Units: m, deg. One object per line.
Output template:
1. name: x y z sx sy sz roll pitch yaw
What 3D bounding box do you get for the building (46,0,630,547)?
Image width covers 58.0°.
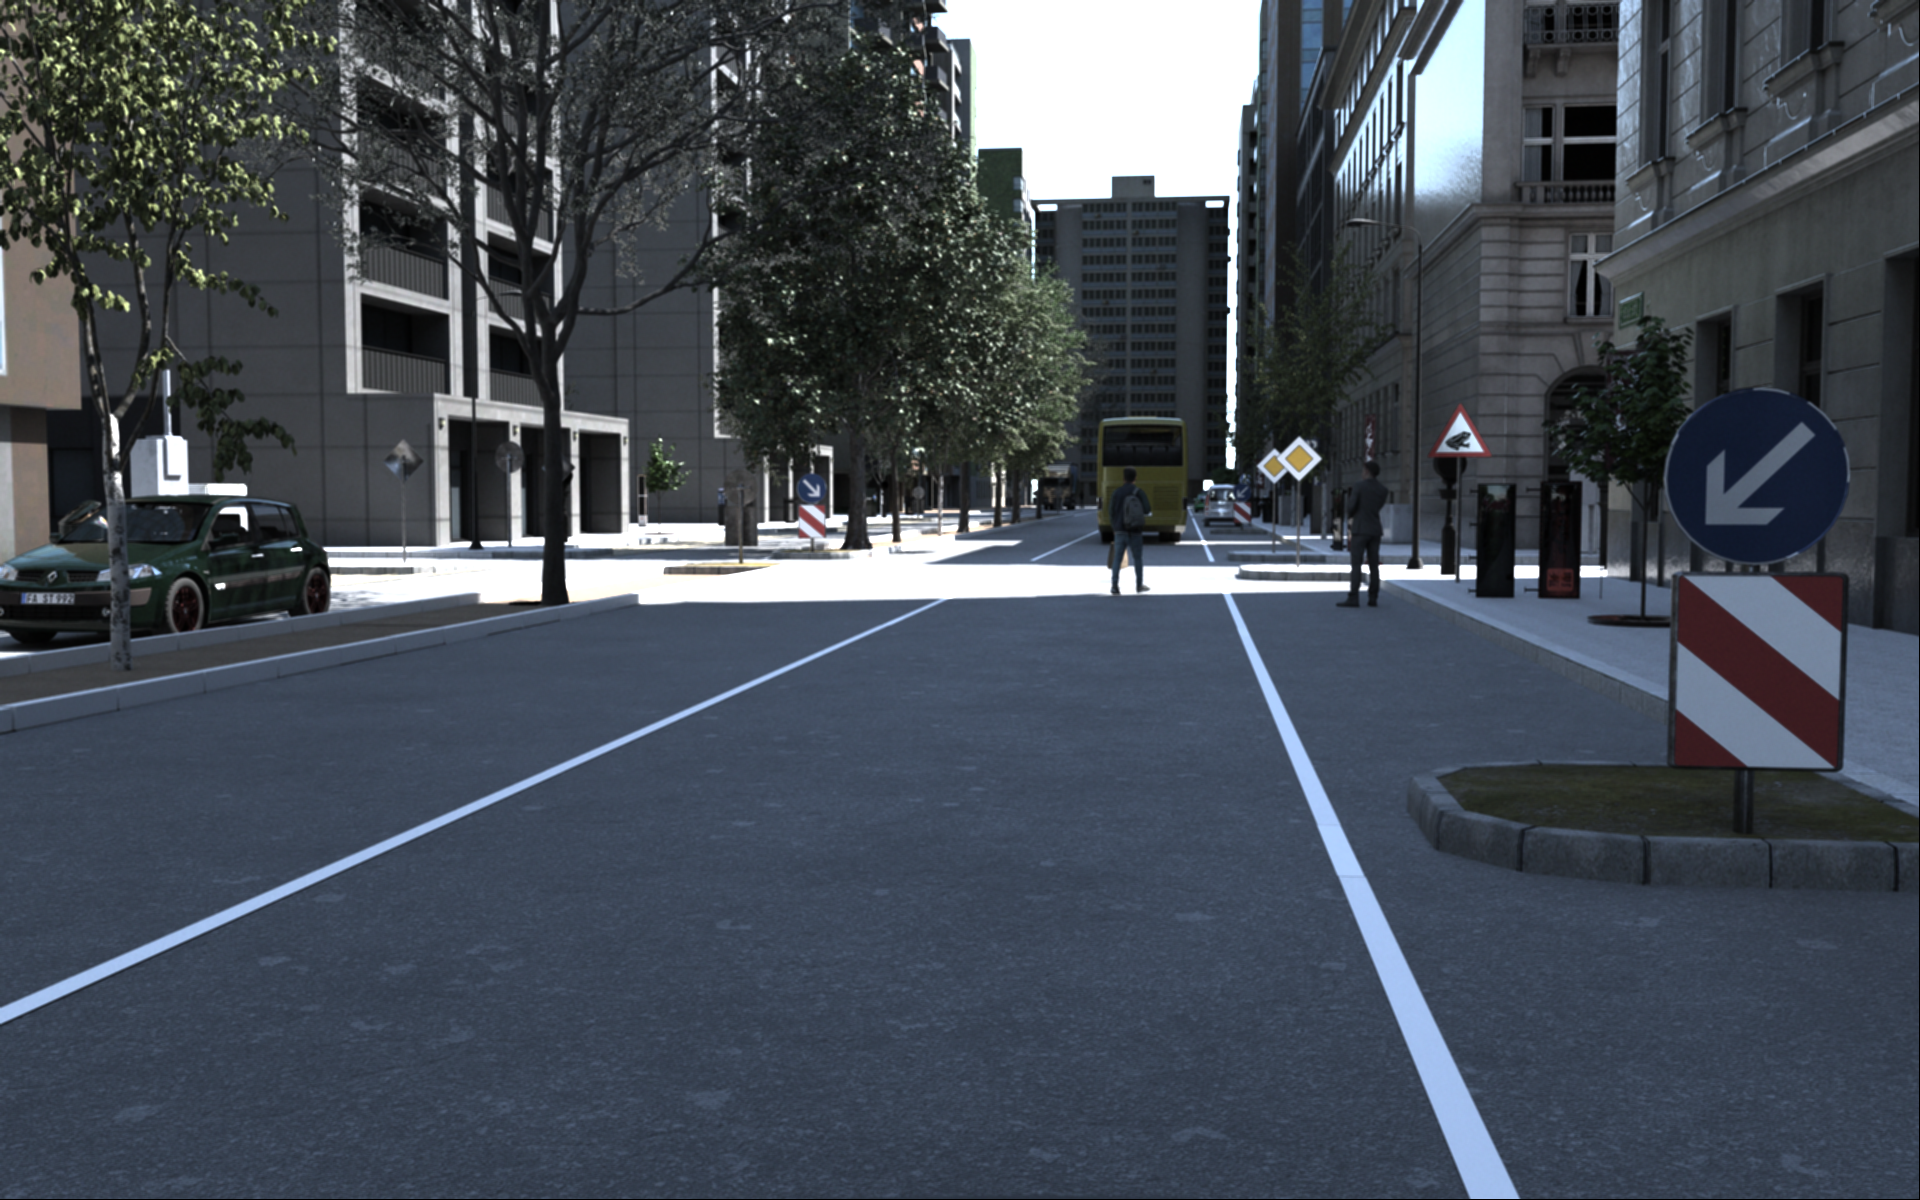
1. building: -21.500 -37.497 51.322 20.563 71.187 20.611 0 4 7

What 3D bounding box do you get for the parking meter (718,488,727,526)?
1. parking meter: -9.569 -3.757 69.842 0.372 1.533 0.369 0 3 0

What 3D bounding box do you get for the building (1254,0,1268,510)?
1. building: 32.042 -28.293 146.177 14.154 41.232 14.086 0 4 7

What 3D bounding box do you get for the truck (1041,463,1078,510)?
1. truck: 9.076 -10.261 156.675 2.839 4.237 11.283 0 4 7

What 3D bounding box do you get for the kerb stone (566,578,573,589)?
1. kerb stone: -5.960 -0.200 25.475 0.120 0.150 1.000 0 4 7

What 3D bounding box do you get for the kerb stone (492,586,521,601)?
1. kerb stone: -6.218 -0.076 23.443 0.120 0.150 1.000 0 4 7

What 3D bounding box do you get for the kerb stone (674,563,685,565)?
1. kerb stone: -5.172 -0.575 31.591 0.120 0.150 1.000 0 4 7

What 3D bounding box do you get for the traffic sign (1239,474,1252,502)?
1. traffic sign: 17.888 -6.635 108.591 0.768 2.556 0.104 1 4 10

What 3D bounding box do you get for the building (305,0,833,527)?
1. building: -17.264 -39.517 84.362 20.563 71.187 20.611 0 4 7

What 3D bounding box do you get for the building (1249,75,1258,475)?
1. building: 39.956 -33.506 167.425 23.786 49.044 30.456 0 4 7

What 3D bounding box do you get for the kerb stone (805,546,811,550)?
1. kerb stone: -3.801 -1.221 42.277 0.120 0.150 1.000 0 4 7

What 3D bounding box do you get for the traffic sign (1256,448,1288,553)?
1. traffic sign: 6.839 -2.084 37.716 0.795 2.450 0.064 0 4 7

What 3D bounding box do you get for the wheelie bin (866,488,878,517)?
1. wheelie bin: -4.982 -5.404 96.261 0.980 1.594 0.693 2 4 29

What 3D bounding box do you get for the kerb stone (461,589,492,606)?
1. kerb stone: -6.346 -0.012 22.429 0.120 0.150 1.000 0 4 7

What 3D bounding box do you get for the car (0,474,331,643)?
1. car: -8.080 -0.491 17.821 2.009 1.686 4.222 0 4 7

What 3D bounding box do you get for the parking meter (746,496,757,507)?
1. parking meter: -7.839 -3.624 64.967 0.399 1.863 0.255 3 5 43

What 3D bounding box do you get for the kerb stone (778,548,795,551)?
1. kerb stone: -4.052 -1.102 40.238 0.120 0.150 1.000 0 4 7

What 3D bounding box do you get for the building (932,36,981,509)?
1. building: -6.253 -28.631 151.708 14.154 41.232 14.086 0 4 7

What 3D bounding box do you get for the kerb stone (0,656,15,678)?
1. kerb stone: -7.519 0.548 13.267 0.120 0.150 1.000 0 4 7

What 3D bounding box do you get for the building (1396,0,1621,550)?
1. building: 24.011 -12.331 43.418 24.055 21.916 13.314 0 4 7

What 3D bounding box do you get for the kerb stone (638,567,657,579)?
1. kerb stone: -5.427 -0.445 29.547 0.120 0.150 1.000 0 4 7

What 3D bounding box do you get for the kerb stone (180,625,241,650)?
1. kerb stone: -7.125 0.361 16.322 0.120 0.150 1.000 0 4 7

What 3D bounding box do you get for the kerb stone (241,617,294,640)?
1. kerb stone: -7.003 0.304 17.342 0.120 0.150 1.000 0 4 7

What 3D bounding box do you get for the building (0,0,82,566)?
1. building: -22.724 -22.748 22.040 14.200 45.320 14.600 0 4 7

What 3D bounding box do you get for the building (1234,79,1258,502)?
1. building: 43.493 -35.561 205.127 21.600 48.544 21.300 0 4 7

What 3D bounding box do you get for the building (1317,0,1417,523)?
1. building: 23.932 -14.557 71.288 16.112 22.955 30.059 0 4 7

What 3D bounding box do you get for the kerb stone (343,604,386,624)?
1. kerb stone: -6.735 0.172 19.384 0.120 0.150 1.000 0 4 7

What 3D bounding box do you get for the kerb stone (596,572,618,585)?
1. kerb stone: -5.689 -0.326 27.520 0.120 0.150 1.000 0 4 7

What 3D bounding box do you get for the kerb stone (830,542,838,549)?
1. kerb stone: -3.410 -1.414 45.319 0.120 0.150 1.000 0 4 7

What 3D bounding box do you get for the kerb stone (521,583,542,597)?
1. kerb stone: -6.089 -0.137 24.461 0.120 0.150 1.000 0 4 7

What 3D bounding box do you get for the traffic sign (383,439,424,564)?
1. traffic sign: -10.237 -1.726 31.869 0.795 2.450 0.064 0 4 7

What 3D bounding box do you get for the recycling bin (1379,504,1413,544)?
1. recycling bin: 11.208 -1.957 44.551 0.722 1.027 0.722 -1 4 -19

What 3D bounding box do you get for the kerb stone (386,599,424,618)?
1. kerb stone: -6.613 0.111 20.399 0.120 0.150 1.000 0 4 7

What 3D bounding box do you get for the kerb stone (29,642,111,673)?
1. kerb stone: -7.385 0.484 14.280 0.120 0.150 1.000 0 4 7

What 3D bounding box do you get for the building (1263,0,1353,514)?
1. building: 28.154 -28.611 117.898 14.600 45.320 14.200 0 4 7

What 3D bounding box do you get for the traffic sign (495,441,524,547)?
1. traffic sign: -10.868 -2.547 41.745 0.768 2.556 0.104 1 4 14

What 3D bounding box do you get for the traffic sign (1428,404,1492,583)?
1. traffic sign: 7.204 -1.529 25.006 0.884 2.594 0.081 1 4 15

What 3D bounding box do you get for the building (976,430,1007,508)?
1. building: -10.985 -20.273 176.500 28.899 21.520 27.650 0 4 7

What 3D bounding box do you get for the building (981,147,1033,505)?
1. building: 1.249 -32.061 207.785 14.086 41.232 14.154 0 4 7

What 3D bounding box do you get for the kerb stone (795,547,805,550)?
1. kerb stone: -3.931 -1.166 41.253 0.120 0.150 1.000 0 4 7

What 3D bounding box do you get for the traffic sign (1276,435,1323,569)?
1. traffic sign: 5.823 -1.600 29.796 0.795 2.450 0.064 0 4 7

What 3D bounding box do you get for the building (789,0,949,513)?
1. building: -12.786 -29.089 130.226 22.147 44.769 28.867 0 4 7

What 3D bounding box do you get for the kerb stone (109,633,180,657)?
1. kerb stone: -7.257 0.422 15.303 0.120 0.150 1.000 0 4 7

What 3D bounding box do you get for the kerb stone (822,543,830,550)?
1. kerb stone: -3.542 -1.347 44.305 0.120 0.150 1.000 0 4 7

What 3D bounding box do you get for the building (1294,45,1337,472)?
1. building: 26.884 -18.651 98.455 14.314 27.812 24.014 0 4 7

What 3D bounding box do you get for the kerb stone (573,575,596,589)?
1. kerb stone: -5.828 -0.263 26.498 0.120 0.150 1.000 0 4 7

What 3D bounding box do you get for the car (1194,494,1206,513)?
1. car: 18.981 -7.626 133.488 1.959 1.807 4.718 0 4 8

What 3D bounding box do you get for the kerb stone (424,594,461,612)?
1. kerb stone: -6.472 0.048 21.411 0.120 0.150 1.000 0 4 7

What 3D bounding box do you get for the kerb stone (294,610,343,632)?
1. kerb stone: -6.869 0.236 18.362 0.120 0.150 1.000 0 4 7

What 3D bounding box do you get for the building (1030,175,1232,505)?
1. building: 21.206 -31.916 213.715 23.993 40.220 32.217 0 4 7

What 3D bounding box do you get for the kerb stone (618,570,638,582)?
1. kerb stone: -5.557 -0.388 28.533 0.120 0.150 1.000 0 4 7

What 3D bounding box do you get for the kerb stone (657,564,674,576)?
1. kerb stone: -5.304 -0.512 30.564 0.120 0.150 1.000 0 4 7

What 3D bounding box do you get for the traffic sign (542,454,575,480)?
1. traffic sign: -9.221 -2.211 39.789 0.795 2.450 0.064 0 4 7

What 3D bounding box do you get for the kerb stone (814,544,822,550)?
1. kerb stone: -3.670 -1.288 43.291 0.120 0.150 1.000 0 4 7

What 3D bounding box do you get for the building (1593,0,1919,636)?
1. building: 15.167 -13.910 3.850 17.030 29.872 44.131 0 4 7
